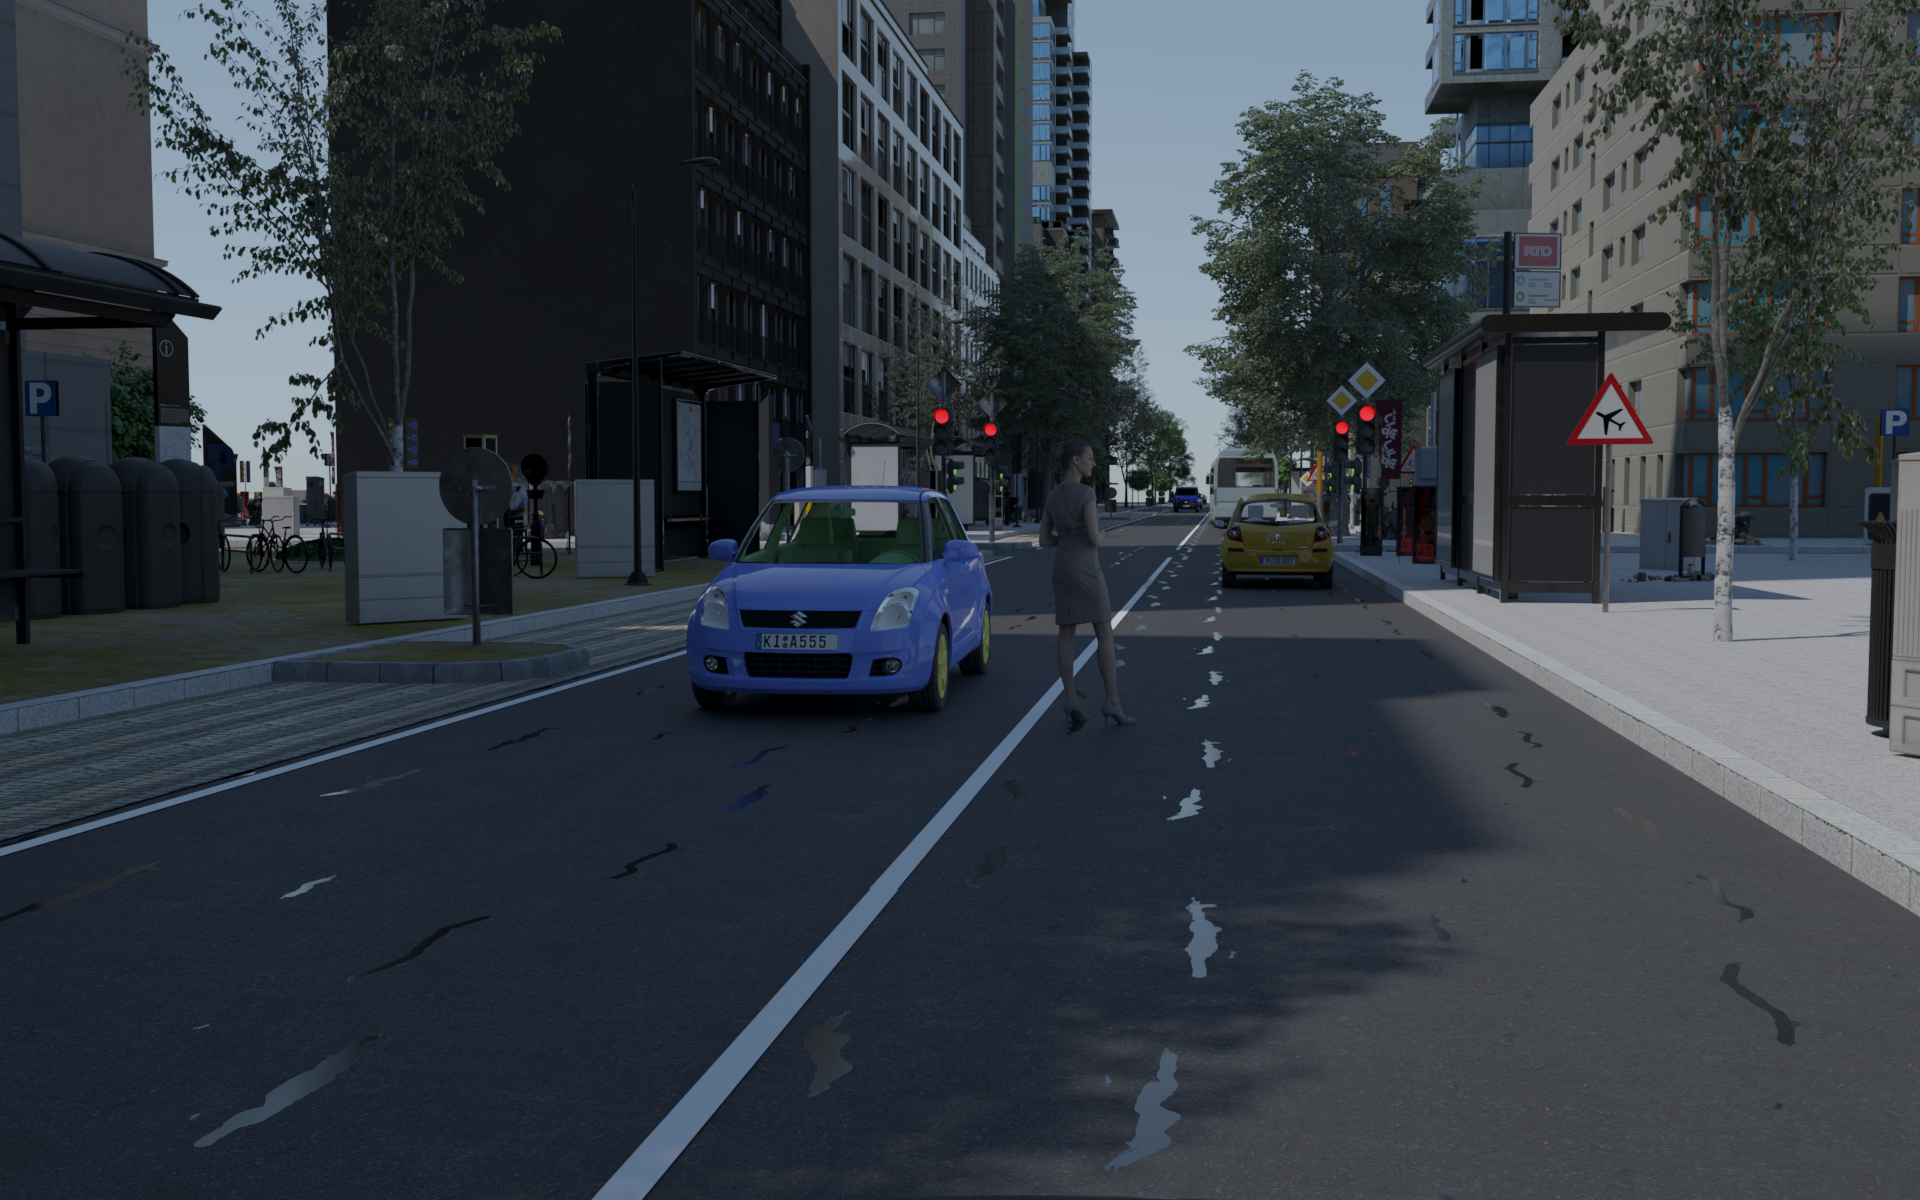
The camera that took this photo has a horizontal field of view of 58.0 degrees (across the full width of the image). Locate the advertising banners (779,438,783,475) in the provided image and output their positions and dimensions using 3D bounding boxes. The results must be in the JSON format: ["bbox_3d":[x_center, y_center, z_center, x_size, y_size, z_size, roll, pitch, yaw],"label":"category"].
[{"bbox_3d":[-6.306,-3.576,54.659,2.074,3.025,0.090,3,5,41],"label":"advertising banners"}]

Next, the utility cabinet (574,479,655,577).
[{"bbox_3d":[-5.292,-1.092,26.530,1.173,1.500,0.318,-1,4,-18],"label":"utility cabinet"}]

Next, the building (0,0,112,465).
[{"bbox_3d":[-27.214,-35.646,21.067,20.611,71.187,20.563,1,4,9],"label":"building"}]

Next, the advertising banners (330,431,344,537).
[{"bbox_3d":[-17.682,-3.247,49.282,0.090,3.025,2.074,-1,4,-9],"label":"advertising banners"}]

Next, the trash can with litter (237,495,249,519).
[{"bbox_3d":[-36.838,-4.689,87.718,1.678,1.210,2.233,1,4,23],"label":"trash can with litter"}]

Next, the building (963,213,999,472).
[{"bbox_3d":[-3.648,-15.843,113.787,10.420,20.320,16.860,1,4,9],"label":"building"}]

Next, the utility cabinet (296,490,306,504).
[{"bbox_3d":[-36.187,-5.239,94.332,0.318,1.500,1.173,2,4,25],"label":"utility cabinet"}]

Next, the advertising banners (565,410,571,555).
[{"bbox_3d":[-8.363,-2.495,36.985,0.090,3.025,2.074,-1,4,-15],"label":"advertising banners"}]

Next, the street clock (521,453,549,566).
[{"bbox_3d":[-7.600,-1.617,31.015,0.471,2.002,0.358,0,4,-4],"label":"street clock"}]

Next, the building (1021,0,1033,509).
[{"bbox_3d":[-1.614,-30.206,143.984,14.600,45.320,14.200,1,4,9],"label":"building"}]

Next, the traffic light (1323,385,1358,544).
[{"bbox_3d":[9.828,-3.417,44.789,0.839,4.253,0.868,1,4,9],"label":"traffic light"}]

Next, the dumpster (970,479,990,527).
[{"bbox_3d":[0.758,-3.831,68.401,1.264,1.857,1.865,1,4,9],"label":"dumpster"}]

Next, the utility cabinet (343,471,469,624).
[{"bbox_3d":[-5.543,-0.530,17.338,1.173,1.500,0.318,-3,5,-45],"label":"utility cabinet"}]

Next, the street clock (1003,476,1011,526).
[{"bbox_3d":[1.909,-4.019,70.274,0.358,2.002,0.471,0,4,7],"label":"street clock"}]

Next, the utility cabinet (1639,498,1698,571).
[{"bbox_3d":[11.974,-1.110,29.315,0.306,1.237,1.020,-1,4,-21],"label":"utility cabinet"}]

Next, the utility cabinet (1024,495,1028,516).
[{"bbox_3d":[4.283,-5.548,101.872,1.020,1.237,0.306,3,4,37],"label":"utility cabinet"}]

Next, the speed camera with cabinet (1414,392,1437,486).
[{"bbox_3d":[9.803,-2.382,33.288,2.038,3.252,0.660,3,5,40],"label":"speed camera with cabinet"}]

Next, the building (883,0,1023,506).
[{"bbox_3d":[-3.057,-27.306,130.048,14.154,41.232,14.086,1,4,9],"label":"building"}]

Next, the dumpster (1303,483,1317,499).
[{"bbox_3d":[18.432,-5.142,89.831,1.264,1.857,1.865,1,4,9],"label":"dumpster"}]

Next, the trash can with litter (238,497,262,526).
[{"bbox_3d":[-28.923,-3.610,70.407,1.055,1.170,0.624,0,3,0],"label":"trash can with litter"}]

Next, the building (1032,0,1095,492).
[{"bbox_3d":[7.255,-56.034,228.834,22.319,86.520,31.000,1,4,9],"label":"building"}]

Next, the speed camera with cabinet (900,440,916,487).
[{"bbox_3d":[-1.644,-4.229,63.478,0.660,3.252,2.038,-2,4,-31],"label":"speed camera with cabinet"}]

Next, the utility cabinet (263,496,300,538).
[{"bbox_3d":[-19.990,-2.439,51.041,1.020,1.237,0.306,1,4,12],"label":"utility cabinet"}]

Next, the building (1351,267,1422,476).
[{"bbox_3d":[47.216,-18.068,140.450,27.650,21.520,28.899,1,4,9],"label":"building"}]

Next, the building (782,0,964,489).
[{"bbox_3d":[-11.886,-17.406,89.104,19.350,26.468,34.151,1,4,9],"label":"building"}]

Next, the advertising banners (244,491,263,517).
[{"bbox_3d":[-40.028,-6.163,96.959,2.074,3.025,0.090,0,4,-2],"label":"advertising banners"}]

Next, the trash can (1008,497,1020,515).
[{"bbox_3d":[2.597,-4.520,85.555,0.748,1.137,0.748,0,3,0],"label":"trash can"}]

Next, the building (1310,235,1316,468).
[{"bbox_3d":[56.429,-34.244,243.489,14.154,41.232,14.086,1,4,9],"label":"building"}]

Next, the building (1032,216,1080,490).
[{"bbox_3d":[4.960,-25.125,182.493,14.160,30.474,14.107,1,4,9],"label":"building"}]

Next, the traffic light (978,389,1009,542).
[{"bbox_3d":[0.869,-3.500,46.142,0.839,4.253,0.868,1,4,9],"label":"traffic light"}]

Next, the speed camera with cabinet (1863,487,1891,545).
[{"bbox_3d":[23.413,-2.957,42.683,0.660,3.252,2.038,-2,4,-28],"label":"speed camera with cabinet"}]

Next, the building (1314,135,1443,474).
[{"bbox_3d":[51.643,-34.585,215.569,14.600,45.320,14.200,1,4,9],"label":"building"}]

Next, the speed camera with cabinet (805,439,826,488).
[{"bbox_3d":[-5.566,-4.181,62.690,0.660,3.252,2.038,-2,4,-33],"label":"speed camera with cabinet"}]

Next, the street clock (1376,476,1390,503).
[{"bbox_3d":[16.668,-3.896,68.268,0.471,2.002,0.358,-1,4,-17],"label":"street clock"}]

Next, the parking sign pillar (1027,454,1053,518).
[{"bbox_3d":[4.262,-6.352,92.332,1.447,3.967,1.447,0,4,-5],"label":"parking sign pillar"}]

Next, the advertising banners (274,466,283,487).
[{"bbox_3d":[-42.290,-6.934,109.561,2.074,3.025,0.090,-3,4,-36],"label":"advertising banners"}]

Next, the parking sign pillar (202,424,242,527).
[{"bbox_3d":[-28.791,-4.829,67.420,1.447,3.967,1.447,1,4,22],"label":"parking sign pillar"}]

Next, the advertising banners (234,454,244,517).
[{"bbox_3d":[-31.736,-4.765,74.098,0.090,3.025,2.074,2,4,31],"label":"advertising banners"}]

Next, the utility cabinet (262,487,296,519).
[{"bbox_3d":[-21.882,-2.868,55.566,1.173,1.500,0.318,3,4,36],"label":"utility cabinet"}]

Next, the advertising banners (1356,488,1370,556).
[{"bbox_3d":[9.258,-2.425,35.833,2.074,3.025,0.090,0,4,2],"label":"advertising banners"}]

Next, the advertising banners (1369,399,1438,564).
[{"bbox_3d":[8.564,-2.171,31.686,2.074,3.025,0.090,2,4,35],"label":"advertising banners"}]

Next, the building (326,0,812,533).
[{"bbox_3d":[-13.325,-14.301,63.494,12.332,23.373,15.834,1,4,9],"label":"building"}]

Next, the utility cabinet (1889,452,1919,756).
[{"bbox_3d":[4.905,0.043,7.971,0.318,1.500,1.173,-1,4,-22],"label":"utility cabinet"}]

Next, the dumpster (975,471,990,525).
[{"bbox_3d":[0.757,-4.255,72.055,1.502,2.255,1.985,1,4,9],"label":"dumpster"}]

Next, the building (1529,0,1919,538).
[{"bbox_3d":[37.532,-13.245,61.592,28.899,21.520,27.650,1,4,9],"label":"building"}]

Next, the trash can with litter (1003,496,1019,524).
[{"bbox_3d":[1.741,-3.924,75.213,1.678,1.210,2.233,1,4,19],"label":"trash can with litter"}]

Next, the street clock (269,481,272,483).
[{"bbox_3d":[-39.522,-5.803,99.451,0.471,2.002,0.358,-3,5,-40],"label":"street clock"}]

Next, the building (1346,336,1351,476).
[{"bbox_3d":[52.677,-19.802,168.797,27.650,21.520,28.899,1,4,9],"label":"building"}]

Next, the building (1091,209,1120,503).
[{"bbox_3d":[12.350,-37.011,259.759,22.147,44.769,28.867,1,4,9],"label":"building"}]

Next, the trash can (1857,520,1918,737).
[{"bbox_3d":[5.118,0.156,9.099,0.748,1.137,0.748,0,3,0],"label":"trash can"}]

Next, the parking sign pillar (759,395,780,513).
[{"bbox_3d":[-5.534,-3.620,47.660,1.447,3.967,1.447,3,5,42],"label":"parking sign pillar"}]

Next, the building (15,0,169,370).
[{"bbox_3d":[-43.729,-17.168,66.599,20.117,28.700,13.634,1,4,9],"label":"building"}]

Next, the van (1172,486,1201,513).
[{"bbox_3d":[17.583,-7.941,134.223,2.240,2.365,5.245,1,4,9],"label":"van"}]

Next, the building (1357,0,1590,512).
[{"bbox_3d":[35.850,-48.117,99.376,22.319,86.520,31.000,1,4,9],"label":"building"}]
